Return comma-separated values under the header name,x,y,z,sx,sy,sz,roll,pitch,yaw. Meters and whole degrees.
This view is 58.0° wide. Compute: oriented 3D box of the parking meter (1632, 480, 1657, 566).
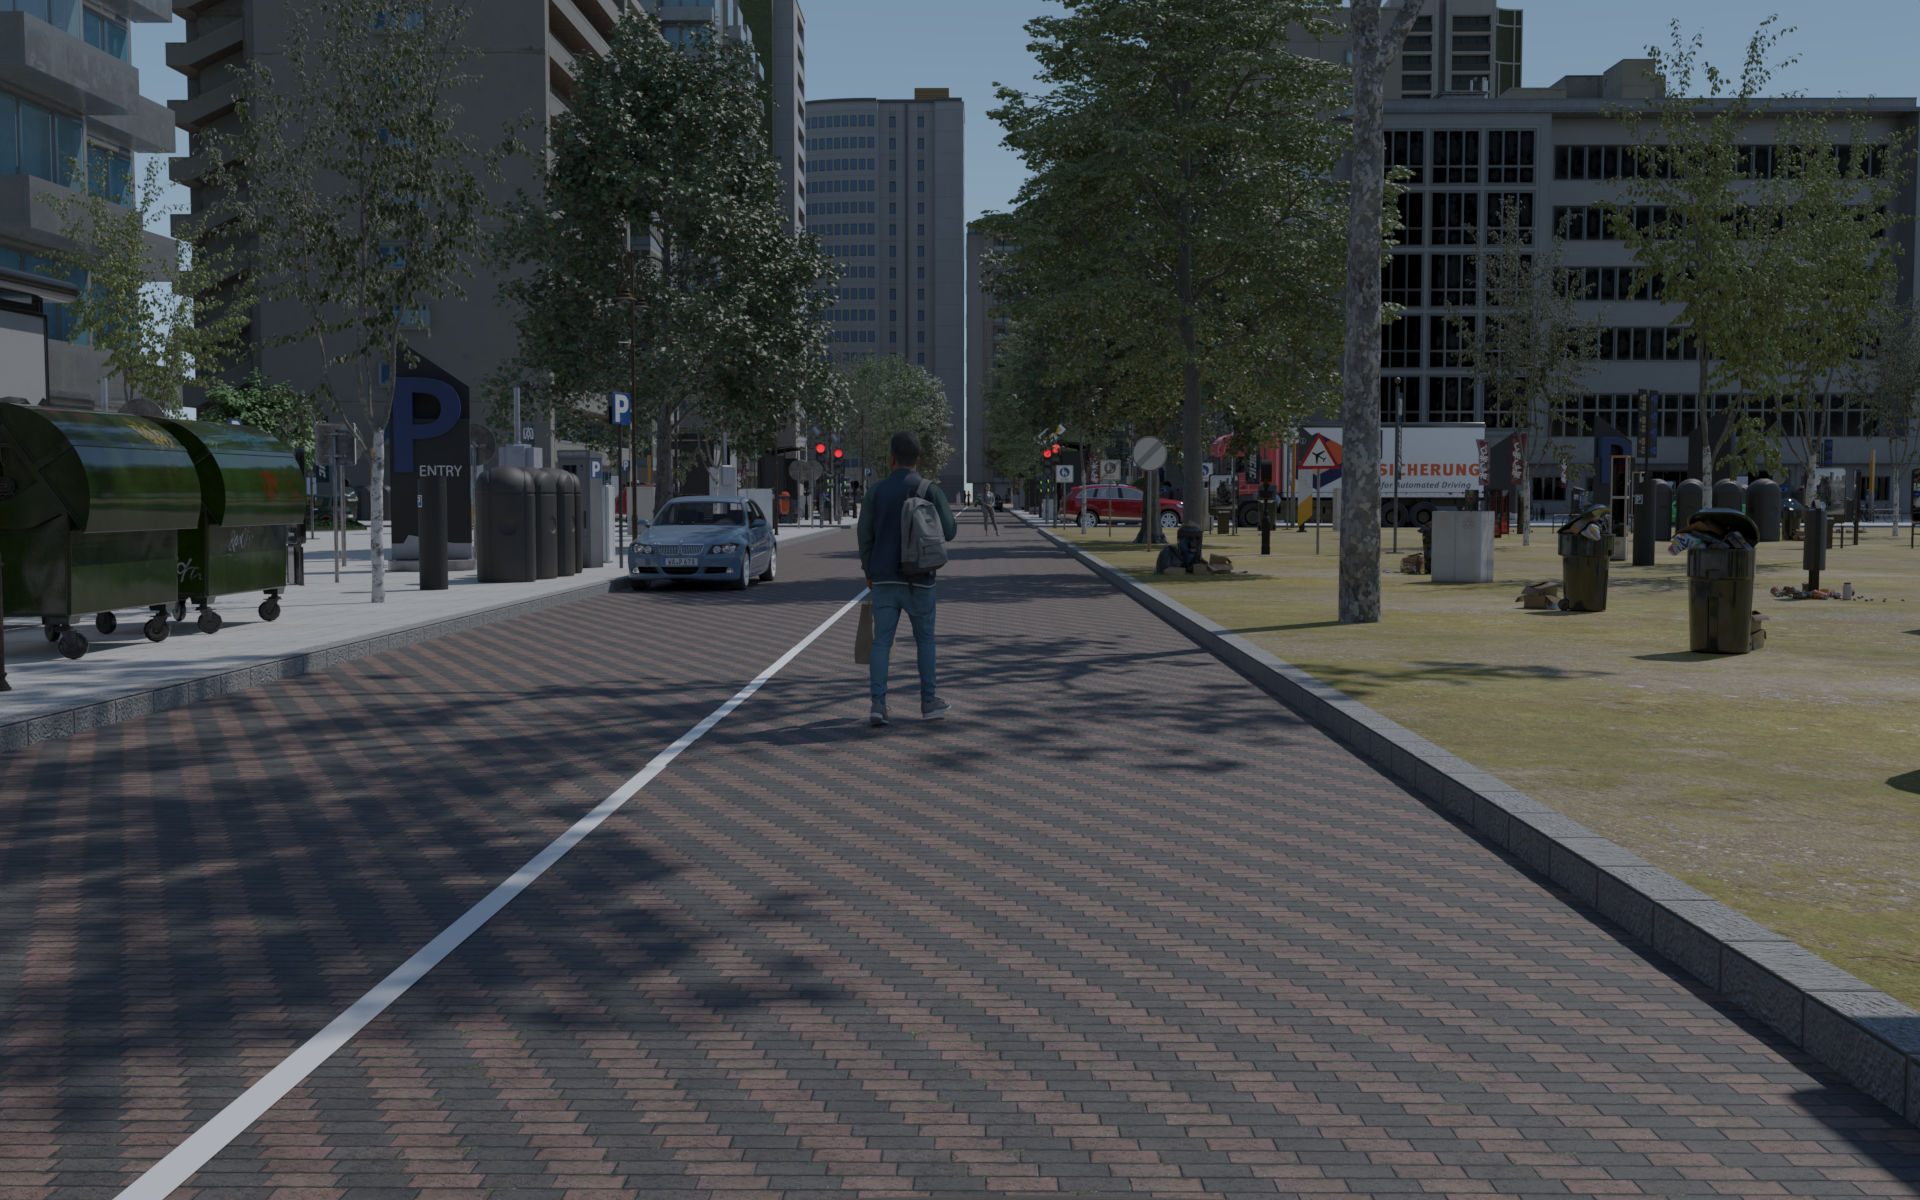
name,x,y,z,sx,sy,sz,roll,pitch,yaw
parking meter,12.259,-1.383,31.021,0.372,1.533,0.369,0,3,0

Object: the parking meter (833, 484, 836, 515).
name,x,y,z,sx,sy,sz,roll,pitch,yaw
parking meter,-7.379,-5.838,101.170,0.255,1.863,0.399,-3,4,-37

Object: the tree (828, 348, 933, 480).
name,x,y,z,sx,sy,sz,roll,pitch,yaw
tree,-5.654,-12.021,122.299,9.928,11.665,9.643,0,3,0

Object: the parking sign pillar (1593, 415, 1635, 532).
name,x,y,z,sx,sy,sz,roll,pitch,yaw
parking sign pillar,22.401,-4.332,59.303,1.447,3.967,1.447,0,4,-7

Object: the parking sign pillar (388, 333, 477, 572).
name,x,y,z,sx,sy,sz,roll,pitch,yaw
parking sign pillar,-8.900,-2.486,29.122,1.447,3.967,1.447,-1,4,-14

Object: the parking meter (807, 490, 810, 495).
name,x,y,z,sx,sy,sz,roll,pitch,yaw
parking meter,-8.906,-5.735,102.175,0.372,1.533,0.369,0,3,0

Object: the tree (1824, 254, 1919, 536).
name,x,y,z,sx,sy,sz,roll,pitch,yaw
tree,28.342,-6.236,52.329,4.360,8.622,3.978,0,3,0

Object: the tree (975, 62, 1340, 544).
name,x,y,z,sx,sy,sz,roll,pitch,yaw
tree,5.042,-7.819,44.845,9.611,12.733,9.660,0,3,0

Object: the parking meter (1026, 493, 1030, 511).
name,x,y,z,sx,sy,sz,roll,pitch,yaw
parking meter,5.075,-7.578,129.611,0.255,1.863,0.399,0,4,7

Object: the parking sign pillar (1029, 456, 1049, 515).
name,x,y,z,sx,sy,sz,roll,pitch,yaw
parking sign pillar,5.024,-7.326,108.244,1.447,3.967,1.447,1,4,15

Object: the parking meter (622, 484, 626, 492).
name,x,y,z,sx,sy,sz,roll,pitch,yaw
parking meter,-19.599,-5.859,101.506,0.255,1.863,0.399,1,4,19

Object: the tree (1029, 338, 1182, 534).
name,x,y,z,sx,sy,sz,roll,pitch,yaw
tree,4.176,-6.400,55.002,4.360,8.622,3.978,0,3,0

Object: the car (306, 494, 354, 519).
name,x,y,z,sx,sy,sz,roll,pitch,yaw
car,-26.317,-3.617,68.929,4.222,1.686,2.009,0,4,-1

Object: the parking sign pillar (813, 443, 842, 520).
name,x,y,z,sx,sy,sz,roll,pitch,yaw
parking sign pillar,-6.715,-6.067,87.668,1.447,3.967,1.447,0,4,5

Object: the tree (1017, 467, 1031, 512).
name,x,y,z,sx,sy,sz,roll,pitch,yaw
tree,4.951,-7.885,123.525,1.663,3.219,1.824,0,3,0

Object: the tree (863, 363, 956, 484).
name,x,y,z,sx,sy,sz,roll,pitch,yaw
tree,-4.997,-16.118,170.180,9.857,13.997,8.962,0,3,0

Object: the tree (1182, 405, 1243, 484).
name,x,y,z,sx,sy,sz,roll,pitch,yaw
tree,11.525,-7.845,78.631,4.360,8.622,3.978,0,3,0

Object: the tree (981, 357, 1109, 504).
name,x,y,z,sx,sy,sz,roll,pitch,yaw
tree,5.092,-10.042,98.601,7.601,10.594,8.767,1,4,12

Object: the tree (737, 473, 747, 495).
name,x,y,z,sx,sy,sz,roll,pitch,yaw
tree,-16.526,-8.099,127.019,1.663,3.219,1.824,0,3,0

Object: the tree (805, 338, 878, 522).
name,x,y,z,sx,sy,sz,roll,pitch,yaw
tree,-6.245,-7.974,80.732,4.360,8.622,3.978,0,3,0

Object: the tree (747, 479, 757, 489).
name,x,y,z,sx,sy,sz,roll,pitch,yaw
tree,-13.563,-7.690,120.340,1.663,3.219,1.824,0,3,0

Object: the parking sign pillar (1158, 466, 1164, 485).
name,x,y,z,sx,sy,sz,roll,pitch,yaw
parking sign pillar,15.418,-8.938,134.614,1.447,3.967,1.447,-1,4,-19

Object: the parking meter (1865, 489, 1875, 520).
name,x,y,z,sx,sy,sz,roll,pitch,yaw
parking meter,43.917,-4.599,83.602,0.372,1.533,0.369,0,3,0

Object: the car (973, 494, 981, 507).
name,x,y,z,sx,sy,sz,roll,pitch,yaw
car,2.529,-11.130,193.765,2.131,1.459,4.920,0,4,1

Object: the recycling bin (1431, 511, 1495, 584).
name,x,y,z,sx,sy,sz,roll,pitch,yaw
recycling bin,7.333,-0.777,25.254,0.722,1.027,0.722,2,4,33

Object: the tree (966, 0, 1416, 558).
name,x,y,z,sx,sy,sz,roll,pitch,yaw
tree,3.669,-6.826,29.737,7.486,12.596,7.792,0,3,0

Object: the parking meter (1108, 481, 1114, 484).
name,x,y,z,sx,sy,sz,roll,pitch,yaw
parking meter,6.827,-4.447,78.424,0.255,1.863,0.399,0,4,2

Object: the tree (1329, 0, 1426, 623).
name,x,y,z,sx,sy,sz,roll,pitch,yaw
tree,5.345,-9.802,16.157,12.611,20.169,13.585,0,3,0

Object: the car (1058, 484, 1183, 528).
name,x,y,z,sx,sy,sz,roll,pitch,yaw
car,6.514,-3.657,68.471,5.304,1.827,2.281,0,4,1

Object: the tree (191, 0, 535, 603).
name,x,y,z,sx,sy,sz,roll,pitch,yaw
tree,-6.984,-4.288,20.468,4.360,8.622,3.978,0,3,0

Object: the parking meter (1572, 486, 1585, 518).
name,x,y,z,sx,sy,sz,roll,pitch,yaw
parking meter,20.516,-2.999,57.442,0.372,1.533,0.369,0,3,0

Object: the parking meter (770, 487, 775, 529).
name,x,y,z,sx,sy,sz,roll,pitch,yaw
parking meter,-6.984,-3.399,63.988,0.372,1.533,0.369,0,3,0

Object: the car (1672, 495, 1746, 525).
name,x,y,z,sx,sy,sz,roll,pitch,yaw
car,28.803,-3.664,68.696,4.718,1.807,1.959,0,4,2

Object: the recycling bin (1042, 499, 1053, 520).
name,x,y,z,sx,sy,sz,roll,pitch,yaw
recycling bin,4.432,-4.460,85.471,0.722,1.027,0.722,0,4,-3

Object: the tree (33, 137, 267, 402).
name,x,y,z,sx,sy,sz,roll,pitch,yaw
tree,-17.266,-5.277,36.641,4.737,8.622,4.395,0,3,0

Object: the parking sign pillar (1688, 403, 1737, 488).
name,x,y,z,sx,sy,sz,roll,pitch,yaw
parking sign pillar,22.475,-3.871,51.763,1.447,3.967,1.447,-3,5,-41

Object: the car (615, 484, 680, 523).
name,x,y,z,sx,sy,sz,roll,pitch,yaw
car,-11.154,-3.680,68.849,5.304,1.827,2.281,0,4,-1

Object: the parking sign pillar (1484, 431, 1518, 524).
name,x,y,z,sx,sy,sz,roll,pitch,yaw
parking sign pillar,23.117,-5.227,73.929,1.447,3.967,1.447,2,4,30

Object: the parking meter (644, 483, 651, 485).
name,x,y,z,sx,sy,sz,roll,pitch,yaw
parking meter,-16.006,-5.089,88.911,0.255,1.863,0.399,-2,4,-32

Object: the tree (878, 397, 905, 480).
name,x,y,z,sx,sy,sz,roll,pitch,yaw
tree,-5.610,-9.427,104.485,4.360,8.622,3.978,0,3,0

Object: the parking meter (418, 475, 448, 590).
name,x,y,z,sx,sy,sz,roll,pitch,yaw
parking meter,-7.064,-0.905,23.216,0.372,1.533,0.369,0,3,0

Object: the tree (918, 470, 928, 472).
name,x,y,z,sx,sy,sz,roll,pitch,yaw
tree,-4.701,-12.488,187.886,4.285,4.588,4.351,0,3,0

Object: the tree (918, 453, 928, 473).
name,x,y,z,sx,sy,sz,roll,pitch,yaw
tree,-4.492,-14.900,193.973,4.360,8.622,3.978,0,3,0

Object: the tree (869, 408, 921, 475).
name,x,y,z,sx,sy,sz,roll,pitch,yaw
tree,-5.124,-11.770,142.807,4.737,8.622,4.395,0,3,0

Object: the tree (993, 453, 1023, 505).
name,x,y,z,sx,sy,sz,roll,pitch,yaw
tree,6.187,-15.867,209.792,4.737,8.622,4.395,0,3,0

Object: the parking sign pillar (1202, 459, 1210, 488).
name,x,y,z,sx,sy,sz,roll,pitch,yaw
parking sign pillar,14.067,-6.659,97.353,1.447,3.967,1.447,3,5,43

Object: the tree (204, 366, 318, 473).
name,x,y,z,sx,sy,sz,roll,pitch,yaw
tree,-18.057,-3.728,44.663,4.285,4.588,4.351,0,3,0

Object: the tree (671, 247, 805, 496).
name,x,y,z,sx,sy,sz,roll,pitch,yaw
tree,-6.984,-6.071,49.631,4.360,8.622,3.978,0,3,0

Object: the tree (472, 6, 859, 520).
name,x,y,z,sx,sy,sz,roll,pitch,yaw
tree,-6.951,-7.581,40.954,9.611,12.733,9.660,0,3,0

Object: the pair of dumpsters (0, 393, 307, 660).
name,x,y,z,sx,sy,sz,roll,pitch,yaw
pair of dumpsters,-7.385,-0.787,15.366,1.574,2.255,4.437,0,4,1

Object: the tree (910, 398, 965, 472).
name,x,y,z,sx,sy,sz,roll,pitch,yaw
tree,-4.438,-18.318,209.873,12.009,13.543,11.850,0,3,0
